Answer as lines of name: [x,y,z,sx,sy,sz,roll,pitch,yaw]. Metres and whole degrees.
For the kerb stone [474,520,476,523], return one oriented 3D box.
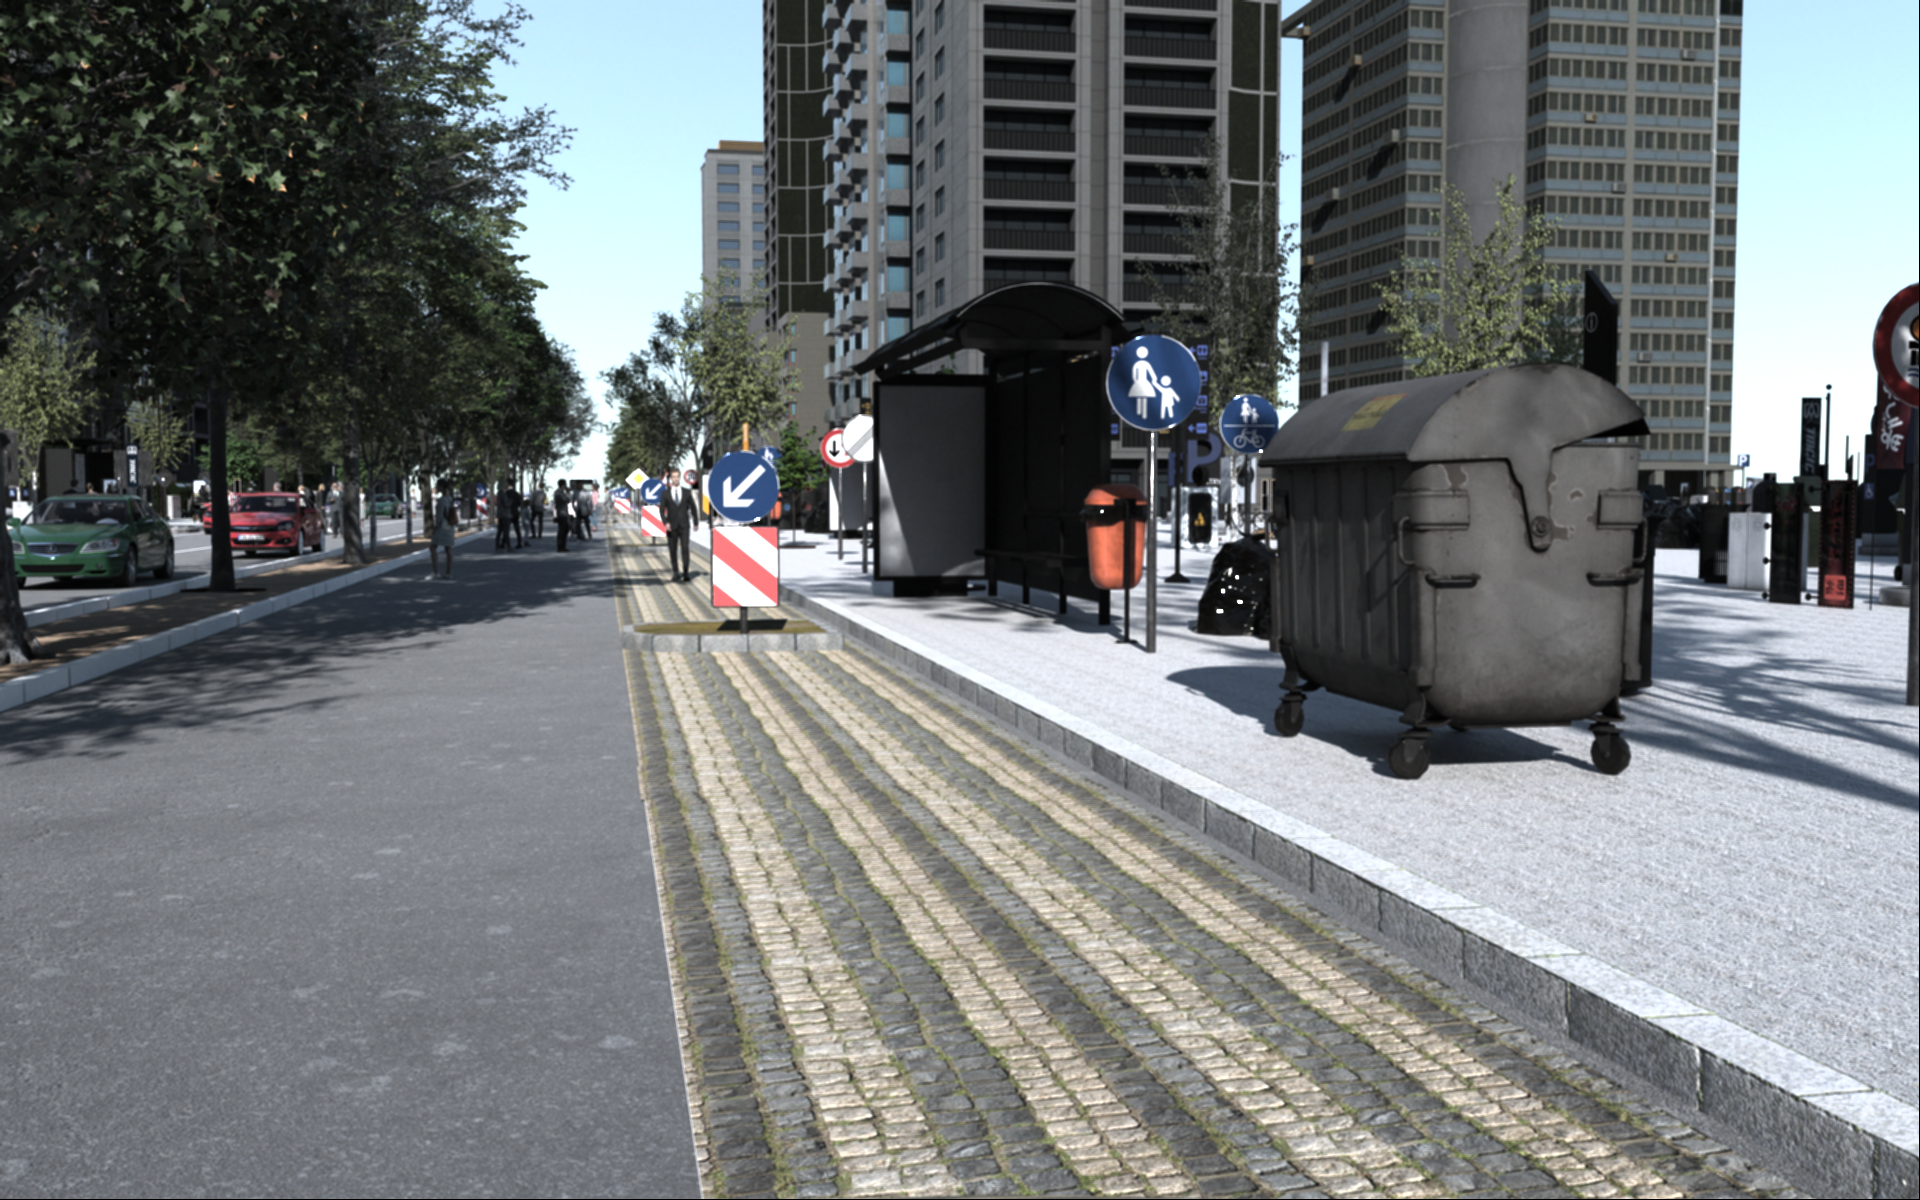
kerb stone: [-23.346,-3.700,82.722,0.120,0.150,1.000,-1,4,-12]

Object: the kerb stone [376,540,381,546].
kerb stone: [-15.927,-1.516,47.018,0.120,0.150,1.000,-1,4,-12]

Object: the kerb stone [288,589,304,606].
kerb stone: [-8.655,-0.011,22.383,0.120,0.150,1.000,-1,4,-12]

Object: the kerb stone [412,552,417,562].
kerb stone: [-11.579,-0.870,36.421,0.120,0.150,1.000,-1,4,-12]

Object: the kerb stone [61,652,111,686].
kerb stone: [-6.778,0.542,13.362,0.120,0.150,1.000,-1,4,-12]

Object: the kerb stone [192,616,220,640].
kerb stone: [-7.617,0.295,17.366,0.120,0.150,1.000,-1,4,-12]

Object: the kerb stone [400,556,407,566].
kerb stone: [-11.162,-0.745,34.418,0.120,0.150,1.000,-1,4,-12]

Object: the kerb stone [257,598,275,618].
kerb stone: [-8.244,0.115,20.380,0.120,0.150,1.000,-1,4,-12]

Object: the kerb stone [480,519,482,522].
kerb stone: [-24.178,-3.948,86.746,0.120,0.150,1.000,-1,4,-12]

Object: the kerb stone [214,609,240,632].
kerb stone: [-7.828,0.234,18.366,0.120,0.150,1.000,-1,4,-12]

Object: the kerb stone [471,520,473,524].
kerb stone: [-22.921,-3.579,80.712,0.120,0.150,1.000,-1,4,-12]

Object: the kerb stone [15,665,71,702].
kerb stone: [-6.574,0.603,12.357,0.120,0.150,1.000,-1,4,-12]

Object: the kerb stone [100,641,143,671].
kerb stone: [-6.993,0.479,14.362,0.120,0.150,1.000,-1,4,-12]

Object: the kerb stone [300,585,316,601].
kerb stone: [-8.875,-0.071,23.384,0.120,0.150,1.000,-1,4,-12]

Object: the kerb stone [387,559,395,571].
kerb stone: [-10.740,-0.625,32.416,0.120,0.150,1.000,-1,4,-12]

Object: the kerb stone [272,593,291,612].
kerb stone: [-8.448,0.050,21.382,0.120,0.150,1.000,-1,4,-12]

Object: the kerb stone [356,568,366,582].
kerb stone: [-9.911,-0.380,28.409,0.120,0.150,1.000,-1,4,-12]

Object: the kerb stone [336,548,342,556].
kerb stone: [-14.463,-1.088,39.991,0.120,0.150,1.000,-1,4,-12]

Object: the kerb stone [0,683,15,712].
kerb stone: [-6.368,0.666,11.356,0.120,0.150,1.000,-1,4,-12]

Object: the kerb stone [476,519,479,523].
kerb stone: [-23.758,-3.825,84.735,0.120,0.150,1.000,-1,4,-12]

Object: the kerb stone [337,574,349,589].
kerb stone: [-9.493,-0.257,26.403,0.120,0.150,1.000,-1,4,-12]

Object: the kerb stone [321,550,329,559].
kerb stone: [-14.048,-0.963,37.988,0.120,0.150,1.000,-1,4,-12]

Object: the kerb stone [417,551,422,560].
kerb stone: [-11.784,-0.931,37.422,0.120,0.150,1.000,-1,4,-12]

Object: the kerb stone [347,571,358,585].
kerb stone: [-9.699,-0.317,27.409,0.120,0.150,1.000,-1,4,-12]

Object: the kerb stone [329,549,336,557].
kerb stone: [-14.252,-1.027,38.991,0.120,0.150,1.000,-1,4,-12]

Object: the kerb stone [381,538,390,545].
kerb stone: [-16.337,-1.636,49.037,0.120,0.150,1.000,-1,4,-12]

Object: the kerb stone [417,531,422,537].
kerb stone: [-18.217,-2.193,58.058,0.120,0.150,1.000,-1,4,-12]

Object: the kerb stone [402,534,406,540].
kerb stone: [-17.172,-1.883,53.047,0.120,0.150,1.000,-1,4,-12]

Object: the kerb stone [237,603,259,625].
kerb stone: [-8.028,0.173,19.373,0.120,0.150,1.000,-1,4,-12]

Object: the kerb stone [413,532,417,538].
kerb stone: [-17.787,-2.071,56.051,0.120,0.150,1.000,-1,4,-12]

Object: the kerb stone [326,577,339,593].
kerb stone: [-9.280,-0.196,25.399,0.120,0.150,1.000,-1,4,-12]

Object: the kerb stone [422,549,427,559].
kerb stone: [-11.996,-0.993,38.425,0.120,0.150,1.000,-1,4,-12]

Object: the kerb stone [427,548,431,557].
kerb stone: [-12.198,-1.051,39.430,0.120,0.150,1.000,-1,4,-12]

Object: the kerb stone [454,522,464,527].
kerb stone: [-21.877,-3.271,75.674,0.120,0.150,1.000,-1,4,-12]

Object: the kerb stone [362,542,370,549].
kerb stone: [-15.718,-1.457,46.014,0.120,0.150,1.000,-1,4,-12]

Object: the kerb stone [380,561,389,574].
kerb stone: [-10.531,-0.564,31.415,0.120,0.150,1.000,-1,4,-12]

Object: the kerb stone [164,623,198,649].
kerb stone: [-7.409,0.357,16.365,0.120,0.150,1.000,-1,4,-12]

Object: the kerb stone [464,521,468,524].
kerb stone: [-22.292,-3.394,77.690,0.120,0.150,1.000,-1,4,-12]

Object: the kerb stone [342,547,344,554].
kerb stone: [-14.679,-1.145,40.990,0.120,0.150,1.000,-1,4,-12]

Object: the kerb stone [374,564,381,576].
kerb stone: [-10.329,-0.502,30.410,0.120,0.150,1.000,-1,4,-12]

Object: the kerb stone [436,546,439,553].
kerb stone: [-12.624,-1.177,41.435,0.120,0.150,1.000,-1,4,-12]

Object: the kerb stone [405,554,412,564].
kerb stone: [-11.368,-0.807,35.419,0.120,0.150,1.000,-1,4,-12]

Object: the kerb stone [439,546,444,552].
kerb stone: [-12.825,-1.238,42.437,0.120,0.150,1.000,-1,4,-12]

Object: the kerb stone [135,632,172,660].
kerb stone: [-7.203,0.418,15.362,0.120,0.150,1.000,-1,4,-12]

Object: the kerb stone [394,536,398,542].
kerb stone: [-16.753,-1.763,51.042,0.120,0.150,1.000,-1,4,-12]

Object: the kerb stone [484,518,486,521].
kerb stone: [-24.804,-4.127,89.760,0.120,0.150,1.000,-1,4,-12]

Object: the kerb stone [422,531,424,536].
kerb stone: [-18.430,-2.250,59.058,0.120,0.150,1.000,-1,4,-12]

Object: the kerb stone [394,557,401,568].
kerb stone: [-10.952,-0.686,33.417,0.120,0.150,1.000,-1,4,-12]

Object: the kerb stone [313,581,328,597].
kerb stone: [-9.077,-0.134,24.389,0.120,0.150,1.000,-1,4,-12]

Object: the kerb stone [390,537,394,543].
kerb stone: [-16.545,-1.703,50.041,0.120,0.150,1.000,-1,4,-12]

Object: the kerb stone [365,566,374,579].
kerb stone: [-10.117,-0.441,29.410,0.120,0.150,1.000,-1,4,-12]

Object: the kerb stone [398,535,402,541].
kerb stone: [-16.967,-1.825,52.042,0.120,0.150,1.000,-1,4,-12]
